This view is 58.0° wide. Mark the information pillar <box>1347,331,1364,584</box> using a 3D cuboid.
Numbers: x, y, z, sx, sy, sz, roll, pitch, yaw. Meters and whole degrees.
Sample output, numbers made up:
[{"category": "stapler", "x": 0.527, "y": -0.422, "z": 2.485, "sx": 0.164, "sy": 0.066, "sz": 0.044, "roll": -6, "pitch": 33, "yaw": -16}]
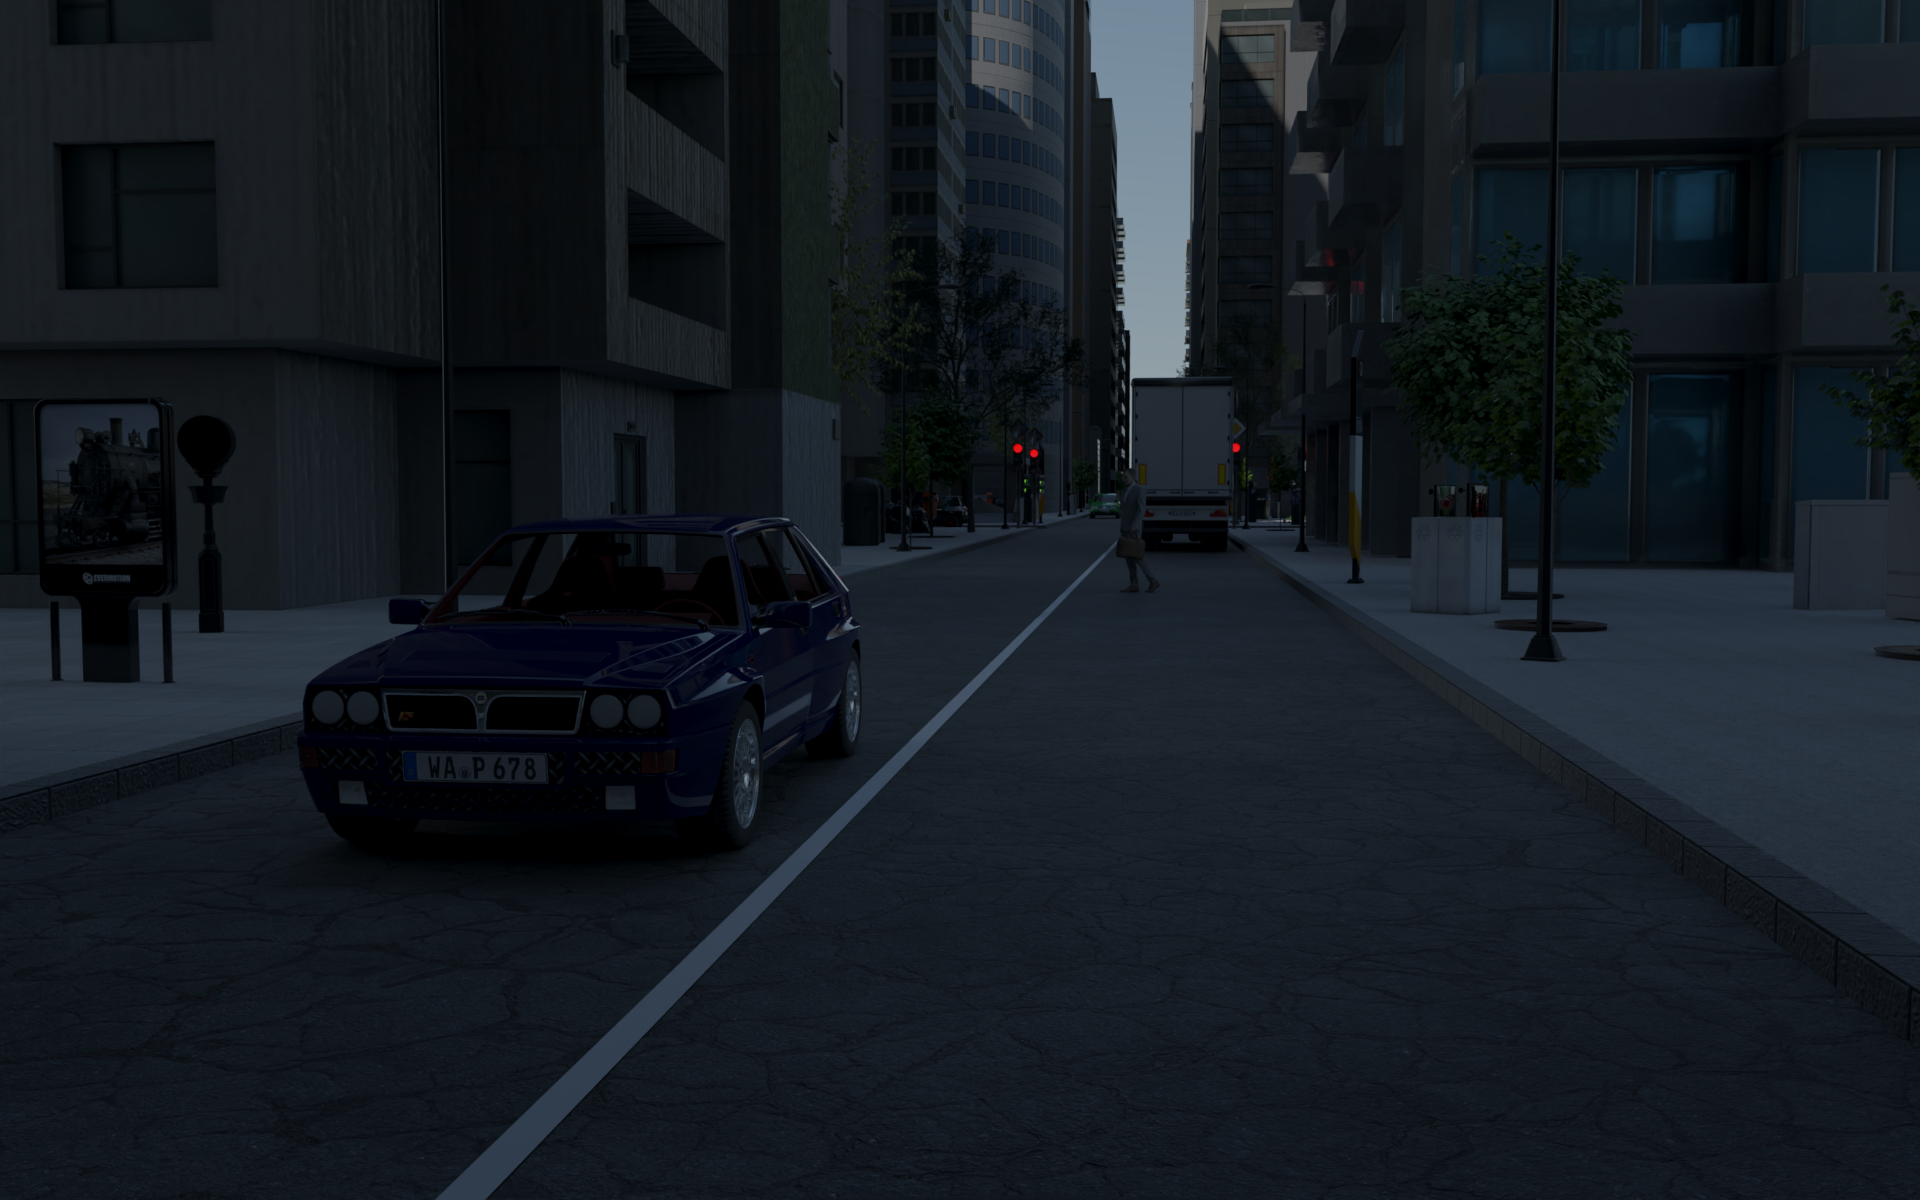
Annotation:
[{"category": "information pillar", "x": 5.656, "y": -2.041, "z": 24.727, "sx": 0.183, "sy": 3.616, "sz": 0.504, "roll": 2, "pitch": 4, "yaw": 24}]

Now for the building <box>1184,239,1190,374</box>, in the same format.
[{"category": "building", "x": 48.506, "y": -38.764, "z": 288.409, "sx": 22.147, "sy": 44.769, "sz": 28.867, "roll": 0, "pitch": 4, "yaw": 7}]

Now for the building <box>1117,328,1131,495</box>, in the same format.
[{"category": "building", "x": 21.705, "y": -31.957, "z": 294.198, "sx": 14.160, "sy": 30.474, "sz": 14.107, "roll": 0, "pitch": 4, "yaw": 7}]

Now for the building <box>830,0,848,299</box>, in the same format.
[{"category": "building", "x": -18.659, "y": -28.335, "z": 52.522, "sx": 27.495, "sy": 52.752, "sz": 28.713, "roll": 0, "pitch": 4, "yaw": 7}]

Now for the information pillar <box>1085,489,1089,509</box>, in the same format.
[{"category": "information pillar", "x": 10.841, "y": -8.755, "z": 147.636, "sx": 0.304, "sy": 2.012, "sz": 0.304, "roll": 0, "pitch": 4, "yaw": -4}]

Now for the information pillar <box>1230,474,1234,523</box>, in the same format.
[{"category": "information pillar", "x": 12.015, "y": -5.181, "z": 76.067, "sx": 0.183, "sy": 3.616, "sz": 0.504, "roll": -1, "pitch": 4, "yaw": -15}]

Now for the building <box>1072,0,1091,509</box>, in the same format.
[{"category": "building", "x": 4.475, "y": -30.916, "z": 155.584, "sx": 14.600, "sy": 45.320, "sz": 14.200, "roll": 0, "pitch": 4, "yaw": 7}]

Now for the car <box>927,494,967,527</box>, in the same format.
[{"category": "car", "x": -1.649, "y": -3.583, "z": 68.368, "sx": 4.222, "sy": 1.686, "sz": 2.009, "roll": 0, "pitch": 4, "yaw": 7}]

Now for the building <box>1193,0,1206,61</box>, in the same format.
[{"category": "building", "x": 34.967, "y": -39.145, "z": 182.023, "sx": 21.231, "sy": 58.520, "sz": 28.212, "roll": 0, "pitch": 4, "yaw": 7}]

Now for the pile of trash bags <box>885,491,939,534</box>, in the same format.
[{"category": "pile of trash bags", "x": -1.771, "y": -2.877, "z": 56.787, "sx": 1.912, "sy": 1.369, "sz": 3.447, "roll": 2, "pitch": 4, "yaw": 32}]

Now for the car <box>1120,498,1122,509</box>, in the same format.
[{"category": "car", "x": 16.041, "y": -9.228, "z": 162.873, "sx": 2.014, "sy": 1.417, "sz": 4.499, "roll": 1, "pitch": 4, "yaw": 9}]

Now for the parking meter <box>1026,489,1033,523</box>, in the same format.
[{"category": "parking meter", "x": 3.070, "y": -4.236, "z": 77.664, "sx": 0.372, "sy": 1.533, "sz": 0.369, "roll": 0, "pitch": 3, "yaw": 0}]

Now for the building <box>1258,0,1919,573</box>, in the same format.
[{"category": "building", "x": 19.619, "y": -25.724, "z": 40.195, "sx": 23.786, "sy": 49.044, "sz": 30.456, "roll": 0, "pitch": 4, "yaw": 7}]

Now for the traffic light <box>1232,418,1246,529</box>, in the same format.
[{"category": "traffic light", "x": 10.113, "y": -4.580, "z": 63.808, "sx": 0.839, "sy": 4.253, "sz": 0.868, "roll": 0, "pitch": 4, "yaw": 7}]

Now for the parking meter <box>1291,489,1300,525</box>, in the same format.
[{"category": "parking meter", "x": 13.904, "y": -3.872, "z": 71.712, "sx": 0.372, "sy": 1.533, "sz": 0.369, "roll": 0, "pitch": 3, "yaw": 0}]

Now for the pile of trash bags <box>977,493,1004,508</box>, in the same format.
[{"category": "pile of trash bags", "x": 1.765, "y": -5.816, "z": 104.850, "sx": 1.912, "sy": 1.369, "sz": 3.447, "roll": 0, "pitch": 4, "yaw": -1}]

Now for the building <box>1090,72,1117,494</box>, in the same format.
[{"category": "building", "x": 7.463, "y": -35.510, "z": 204.283, "sx": 21.300, "sy": 48.544, "sz": 21.600, "roll": 0, "pitch": 4, "yaw": 7}]

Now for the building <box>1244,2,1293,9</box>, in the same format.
[{"category": "building", "x": 33.600, "y": -26.936, "z": 132.290, "sx": 32.217, "sy": 40.220, "sz": 23.993, "roll": 0, "pitch": 4, "yaw": 7}]

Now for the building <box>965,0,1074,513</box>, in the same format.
[{"category": "building", "x": -3.289, "y": -35.448, "z": 121.577, "sx": 21.231, "sy": 58.520, "sz": 28.212, "roll": 0, "pitch": 4, "yaw": 7}]

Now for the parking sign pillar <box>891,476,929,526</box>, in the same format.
[{"category": "parking sign pillar", "x": -1.877, "y": -4.618, "z": 63.973, "sx": 1.447, "sy": 3.967, "sz": 1.447, "roll": 1, "pitch": 4, "yaw": 9}]

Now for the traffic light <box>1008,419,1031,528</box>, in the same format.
[{"category": "traffic light", "x": 2.205, "y": -4.636, "z": 64.727, "sx": 0.839, "sy": 4.253, "sz": 0.868, "roll": 0, "pitch": 4, "yaw": 7}]

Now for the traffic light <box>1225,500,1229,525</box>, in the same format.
[{"category": "traffic light", "x": 11.053, "y": -5.065, "z": 71.738, "sx": 0.839, "sy": 4.253, "sz": 0.868, "roll": 0, "pitch": 4, "yaw": 7}]

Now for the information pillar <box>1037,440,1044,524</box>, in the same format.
[{"category": "information pillar", "x": 3.544, "y": -5.140, "z": 75.387, "sx": 0.183, "sy": 3.616, "sz": 0.504, "roll": -1, "pitch": 4, "yaw": -17}]

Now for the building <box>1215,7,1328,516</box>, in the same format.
[{"category": "building", "x": 22.790, "y": -20.488, "z": 106.676, "sx": 14.160, "sy": 30.474, "sz": 14.107, "roll": 0, "pitch": 4, "yaw": 7}]

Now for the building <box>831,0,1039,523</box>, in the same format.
[{"category": "building", "x": -12.613, "y": -24.055, "z": 85.175, "sx": 32.217, "sy": 40.220, "sz": 23.993, "roll": 0, "pitch": 4, "yaw": 7}]

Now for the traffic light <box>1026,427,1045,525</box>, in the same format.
[{"category": "traffic light", "x": 3.145, "y": -5.121, "z": 72.656, "sx": 0.839, "sy": 4.253, "sz": 0.868, "roll": 0, "pitch": 4, "yaw": 7}]

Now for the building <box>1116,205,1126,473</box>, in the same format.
[{"category": "building", "x": 14.557, "y": -39.878, "z": 271.619, "sx": 23.786, "sy": 49.044, "sz": 30.456, "roll": 0, "pitch": 4, "yaw": 7}]

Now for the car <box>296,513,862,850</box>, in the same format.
[{"category": "car", "x": -1.568, "y": 0.264, "z": 8.272, "sx": 1.945, "sy": 1.354, "sz": 3.894, "roll": 0, "pitch": 4, "yaw": 6}]

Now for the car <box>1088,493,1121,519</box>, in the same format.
[{"category": "car", "x": 8.579, "y": -5.713, "z": 102.209, "sx": 1.959, "sy": 1.807, "sz": 4.718, "roll": 0, "pitch": 4, "yaw": 6}]

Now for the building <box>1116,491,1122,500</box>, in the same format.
[{"category": "building", "x": 6.711, "y": -33.827, "z": 244.951, "sx": 32.217, "sy": 40.220, "sz": 23.993, "roll": 0, "pitch": 4, "yaw": 7}]

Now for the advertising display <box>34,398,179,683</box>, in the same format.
[{"category": "advertising display", "x": -5.800, "y": -0.402, "z": 11.783, "sx": 0.974, "sy": 1.923, "sz": 0.123, "roll": 1, "pitch": 4, "yaw": 10}]

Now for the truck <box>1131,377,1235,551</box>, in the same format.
[{"category": "truck", "x": 6.015, "y": -3.562, "z": 47.160, "sx": 2.839, "sy": 4.237, "sz": 11.283, "roll": 0, "pitch": 4, "yaw": 7}]

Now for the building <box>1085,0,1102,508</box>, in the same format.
[{"category": "building", "x": 3.656, "y": -52.873, "z": 177.139, "sx": 22.319, "sy": 86.520, "sz": 31.000, "roll": 0, "pitch": 4, "yaw": 7}]

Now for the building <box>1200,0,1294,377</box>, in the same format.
[{"category": "building", "x": 32.877, "y": -32.646, "z": 157.460, "sx": 21.300, "sy": 48.544, "sz": 21.600, "roll": 0, "pitch": 4, "yaw": 7}]

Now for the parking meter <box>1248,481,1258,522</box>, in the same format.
[{"category": "parking meter", "x": 13.228, "y": -4.436, "z": 78.237, "sx": 0.399, "sy": 1.863, "sz": 0.255, "roll": 0, "pitch": 4, "yaw": -4}]

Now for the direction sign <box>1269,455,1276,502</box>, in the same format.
[{"category": "direction sign", "x": 18.268, "y": -6.622, "z": 100.263, "sx": 0.876, "sy": 3.537, "sz": 0.379, "roll": -1, "pitch": 4, "yaw": -12}]

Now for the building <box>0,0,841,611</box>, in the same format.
[{"category": "building", "x": -9.930, "y": -15.457, "z": 24.418, "sx": 14.160, "sy": 30.474, "sz": 14.107, "roll": 0, "pitch": 4, "yaw": 7}]

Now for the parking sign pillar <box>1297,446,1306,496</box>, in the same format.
[{"category": "parking sign pillar", "x": 19.332, "y": -6.573, "z": 95.934, "sx": 1.447, "sy": 3.967, "sz": 1.447, "roll": 1, "pitch": 4, "yaw": 16}]

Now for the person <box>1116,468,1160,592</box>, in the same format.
[{"category": "person", "x": 2.504, "y": -1.015, "z": 25.223, "sx": 0.853, "sy": 1.813, "sz": 0.709, "roll": -2, "pitch": 4, "yaw": -32}]
